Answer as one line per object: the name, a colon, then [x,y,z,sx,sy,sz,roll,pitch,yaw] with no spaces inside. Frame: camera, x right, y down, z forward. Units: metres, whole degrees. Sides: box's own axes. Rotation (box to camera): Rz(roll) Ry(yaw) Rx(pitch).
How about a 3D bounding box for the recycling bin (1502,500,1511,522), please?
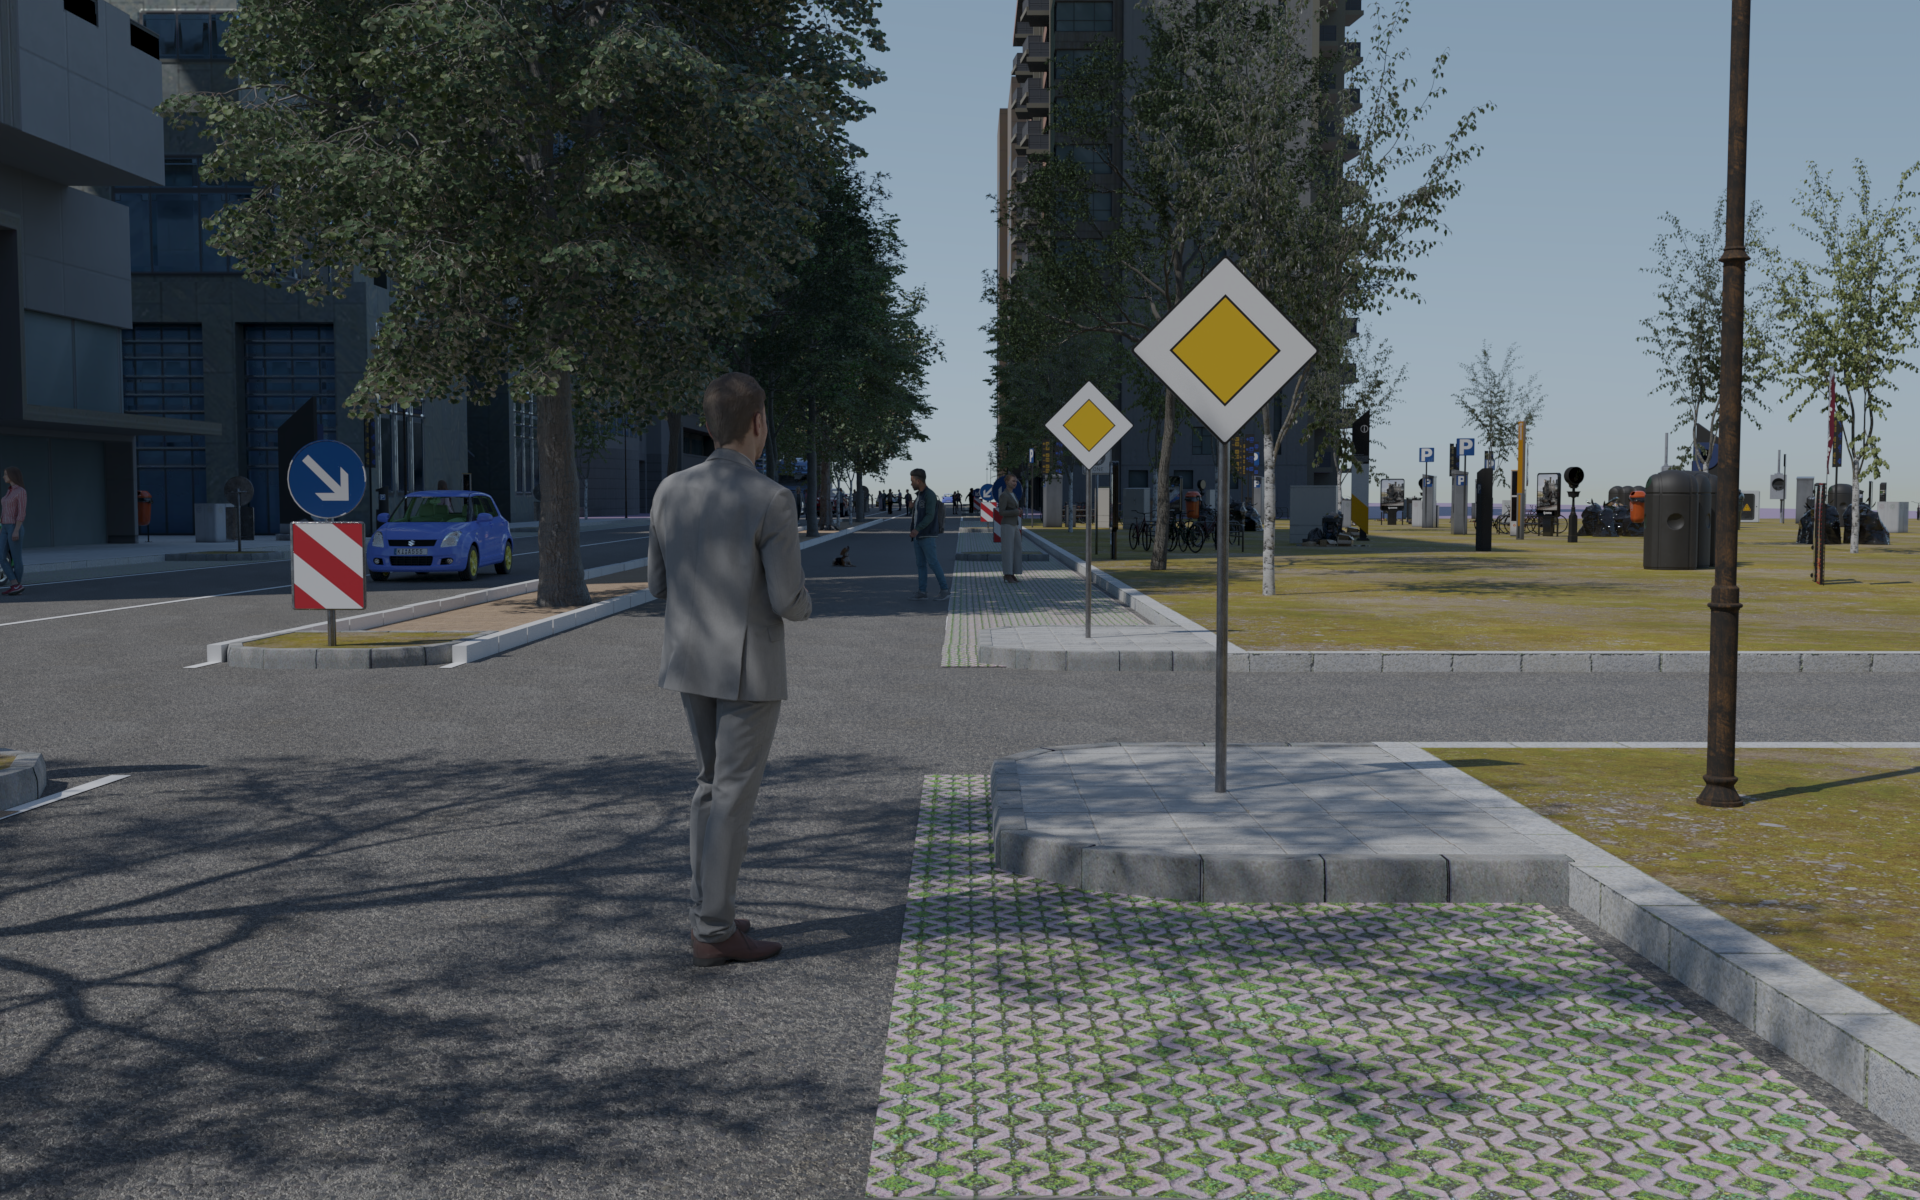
recycling bin: [22.893,-3.630,71.903,0.722,1.027,0.722,1,4,20]

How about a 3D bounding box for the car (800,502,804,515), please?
car: [-11.729,-6.517,118.916,2.083,1.381,4.827,0,4,-1]

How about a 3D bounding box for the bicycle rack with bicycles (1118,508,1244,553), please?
bicycle rack with bicycles: [5.155,-1.555,38.807,2.852,0.926,2.925,0,4,-5]

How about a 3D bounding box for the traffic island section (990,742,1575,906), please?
traffic island section: [1.143,0.906,7.472,2.009,0.180,2.903,0,4,0]

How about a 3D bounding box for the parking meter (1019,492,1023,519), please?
parking meter: [3.090,-4.979,89.813,0.372,1.533,0.369,0,3,0]

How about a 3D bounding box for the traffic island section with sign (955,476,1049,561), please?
traffic island section with sign: [0.899,-1.771,37.584,1.989,1.847,2.006,0,4,0]

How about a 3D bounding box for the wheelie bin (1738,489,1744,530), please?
wheelie bin: [27.468,-3.290,61.692,0.980,1.594,0.693,-1,4,-13]

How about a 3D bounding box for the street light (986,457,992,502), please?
street light: [3.712,-14.499,209.853,0.468,5.910,1.993,0,4,0]

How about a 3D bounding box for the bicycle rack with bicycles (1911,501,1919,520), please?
bicycle rack with bicycles: [47.606,-4.332,84.205,2.852,0.926,2.925,3,4,39]

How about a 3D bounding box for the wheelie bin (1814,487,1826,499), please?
wheelie bin: [40.869,-4.571,82.641,0.693,1.594,0.980,-3,4,-38]

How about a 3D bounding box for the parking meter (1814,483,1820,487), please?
parking meter: [43.920,-5.081,88.793,0.399,1.863,0.255,-3,5,-40]

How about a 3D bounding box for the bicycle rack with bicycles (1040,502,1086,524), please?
bicycle rack with bicycles: [5.129,-4.020,79.108,2.852,0.926,2.925,2,4,29]

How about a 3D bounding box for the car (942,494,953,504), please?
car: [-1.556,-13.751,234.422,1.945,1.707,3.694,0,4,1]

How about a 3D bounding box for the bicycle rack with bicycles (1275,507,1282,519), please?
bicycle rack with bicycles: [5.913,-1.823,43.193,2.925,0.926,2.852,-3,5,-41]

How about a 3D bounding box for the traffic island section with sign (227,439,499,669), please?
traffic island section with sign: [-5.287,-0.428,15.134,2.006,1.907,1.989,0,4,0]

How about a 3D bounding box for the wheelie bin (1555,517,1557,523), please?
wheelie bin: [25.541,-4.113,75.152,0.980,1.594,0.693,3,5,43]

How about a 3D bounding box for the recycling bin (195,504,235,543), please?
recycling bin: [-19.841,-2.053,46.117,0.722,1.027,0.722,1,4,19]

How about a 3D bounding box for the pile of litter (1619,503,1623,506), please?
pile of litter: [30.623,-4.065,80.428,1.719,0.858,1.176,2,4,32]

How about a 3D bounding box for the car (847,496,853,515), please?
car: [-8.111,-6.362,116.017,2.014,1.417,4.499,0,4,0]

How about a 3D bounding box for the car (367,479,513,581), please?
car: [-8.881,-1.229,29.691,1.945,1.707,3.694,0,4,-1]

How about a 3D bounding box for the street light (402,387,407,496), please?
street light: [-17.830,-5.065,55.601,0.468,5.910,1.993,0,4,0]

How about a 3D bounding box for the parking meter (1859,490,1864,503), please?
parking meter: [44.146,-4.685,85.005,0.372,1.533,0.369,0,3,0]

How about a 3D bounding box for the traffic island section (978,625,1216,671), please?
traffic island section: [1.163,0.417,15.457,2.009,0.180,2.903,0,4,0]

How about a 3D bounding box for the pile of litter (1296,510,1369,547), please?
pile of litter: [9.189,-1.754,42.640,1.719,0.858,1.176,1,4,22]

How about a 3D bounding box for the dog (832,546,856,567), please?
dog: [-2.286,-0.871,34.434,0.550,0.427,0.748,0,4,6]

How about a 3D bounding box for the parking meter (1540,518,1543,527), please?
parking meter: [22.452,-3.732,66.727,0.255,1.863,0.399,0,4,2]

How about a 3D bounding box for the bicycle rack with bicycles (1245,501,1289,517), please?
bicycle rack with bicycles: [15.507,-4.652,89.447,2.925,0.926,2.852,-1,4,-20]

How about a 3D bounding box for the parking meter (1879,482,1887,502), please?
parking meter: [45.682,-4.895,85.744,0.255,1.863,0.399,3,4,39]

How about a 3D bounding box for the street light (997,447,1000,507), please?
street light: [3.699,-11.813,165.928,0.468,5.910,1.993,0,4,0]

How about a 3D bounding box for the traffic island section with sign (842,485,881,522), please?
traffic island section with sign: [-5.107,-5.024,90.272,2.006,1.907,1.989,0,4,0]

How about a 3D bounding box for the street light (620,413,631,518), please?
street light: [-17.806,-7.305,92.221,0.468,5.910,1.993,0,4,0]

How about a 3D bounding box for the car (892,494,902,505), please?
car: [-8.338,-12.846,221.824,2.131,1.459,4.920,0,4,-1]

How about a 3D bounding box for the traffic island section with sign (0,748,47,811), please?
traffic island section with sign: [-5.315,0.025,7.727,2.006,1.907,1.989,0,4,0]

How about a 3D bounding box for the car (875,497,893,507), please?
car: [-8.522,-11.222,193.707,2.015,1.641,3.980,0,4,0]

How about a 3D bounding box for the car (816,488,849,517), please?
car: [-8.282,-6.262,111.058,2.281,1.827,5.304,0,4,1]

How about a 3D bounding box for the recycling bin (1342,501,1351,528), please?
recycling bin: [14.587,-3.311,66.685,0.722,1.027,0.722,-1,4,-18]

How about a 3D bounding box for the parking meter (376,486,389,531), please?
parking meter: [-17.532,-2.701,52.571,0.372,1.533,0.369,0,3,0]

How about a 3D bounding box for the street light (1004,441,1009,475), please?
street light: [3.443,-9.368,125.947,0.468,5.910,1.993,0,4,0]

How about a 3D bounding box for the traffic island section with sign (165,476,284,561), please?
traffic island section with sign: [-15.922,-1.782,37.766,1.989,1.847,2.006,0,4,0]

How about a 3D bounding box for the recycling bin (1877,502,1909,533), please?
recycling bin: [30.965,-2.749,57.502,0.722,1.027,0.722,-2,4,-35]

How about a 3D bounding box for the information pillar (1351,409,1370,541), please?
information pillar: [11.006,-3.438,47.560,0.504,3.616,0.183,0,4,5]

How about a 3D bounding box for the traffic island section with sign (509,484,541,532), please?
traffic island section with sign: [-15.849,-3.469,65.338,1.989,1.847,2.006,0,4,0]

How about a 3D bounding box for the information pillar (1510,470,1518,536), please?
information pillar: [16.875,-2.932,52.423,0.304,2.012,0.304,-3,5,-41]

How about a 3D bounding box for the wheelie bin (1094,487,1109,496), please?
wheelie bin: [6.141,-3.979,72.957,0.980,1.594,0.693,1,4,19]

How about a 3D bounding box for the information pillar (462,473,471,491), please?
information pillar: [-17.423,-3.469,61.209,0.304,2.012,0.304,-1,4,-13]

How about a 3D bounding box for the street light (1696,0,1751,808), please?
street light: [3.144,-2.092,6.989,0.468,5.910,1.993,0,4,0]

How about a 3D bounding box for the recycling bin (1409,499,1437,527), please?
recycling bin: [18.240,-3.394,68.042,0.722,1.027,0.722,3,5,41]

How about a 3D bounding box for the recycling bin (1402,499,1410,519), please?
recycling bin: [23.274,-4.692,89.261,0.722,1.027,0.722,-1,4,-18]

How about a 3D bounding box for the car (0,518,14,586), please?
car: [-15.685,-1.012,25.348,1.959,1.807,4.718,0,3,0]

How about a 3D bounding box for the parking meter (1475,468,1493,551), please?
parking meter: [11.790,-2.034,38.960,0.255,1.863,0.399,0,4,-4]

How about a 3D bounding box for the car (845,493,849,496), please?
car: [-12.860,-11.278,193.988,1.945,1.707,3.694,0,4,-1]

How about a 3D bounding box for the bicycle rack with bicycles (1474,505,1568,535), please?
bicycle rack with bicycles: [18.002,-2.577,55.512,2.925,0.926,2.852,1,4,16]

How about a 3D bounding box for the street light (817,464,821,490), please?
street light: [-17.530,-14.859,215.734,0.468,5.910,1.993,0,4,0]
